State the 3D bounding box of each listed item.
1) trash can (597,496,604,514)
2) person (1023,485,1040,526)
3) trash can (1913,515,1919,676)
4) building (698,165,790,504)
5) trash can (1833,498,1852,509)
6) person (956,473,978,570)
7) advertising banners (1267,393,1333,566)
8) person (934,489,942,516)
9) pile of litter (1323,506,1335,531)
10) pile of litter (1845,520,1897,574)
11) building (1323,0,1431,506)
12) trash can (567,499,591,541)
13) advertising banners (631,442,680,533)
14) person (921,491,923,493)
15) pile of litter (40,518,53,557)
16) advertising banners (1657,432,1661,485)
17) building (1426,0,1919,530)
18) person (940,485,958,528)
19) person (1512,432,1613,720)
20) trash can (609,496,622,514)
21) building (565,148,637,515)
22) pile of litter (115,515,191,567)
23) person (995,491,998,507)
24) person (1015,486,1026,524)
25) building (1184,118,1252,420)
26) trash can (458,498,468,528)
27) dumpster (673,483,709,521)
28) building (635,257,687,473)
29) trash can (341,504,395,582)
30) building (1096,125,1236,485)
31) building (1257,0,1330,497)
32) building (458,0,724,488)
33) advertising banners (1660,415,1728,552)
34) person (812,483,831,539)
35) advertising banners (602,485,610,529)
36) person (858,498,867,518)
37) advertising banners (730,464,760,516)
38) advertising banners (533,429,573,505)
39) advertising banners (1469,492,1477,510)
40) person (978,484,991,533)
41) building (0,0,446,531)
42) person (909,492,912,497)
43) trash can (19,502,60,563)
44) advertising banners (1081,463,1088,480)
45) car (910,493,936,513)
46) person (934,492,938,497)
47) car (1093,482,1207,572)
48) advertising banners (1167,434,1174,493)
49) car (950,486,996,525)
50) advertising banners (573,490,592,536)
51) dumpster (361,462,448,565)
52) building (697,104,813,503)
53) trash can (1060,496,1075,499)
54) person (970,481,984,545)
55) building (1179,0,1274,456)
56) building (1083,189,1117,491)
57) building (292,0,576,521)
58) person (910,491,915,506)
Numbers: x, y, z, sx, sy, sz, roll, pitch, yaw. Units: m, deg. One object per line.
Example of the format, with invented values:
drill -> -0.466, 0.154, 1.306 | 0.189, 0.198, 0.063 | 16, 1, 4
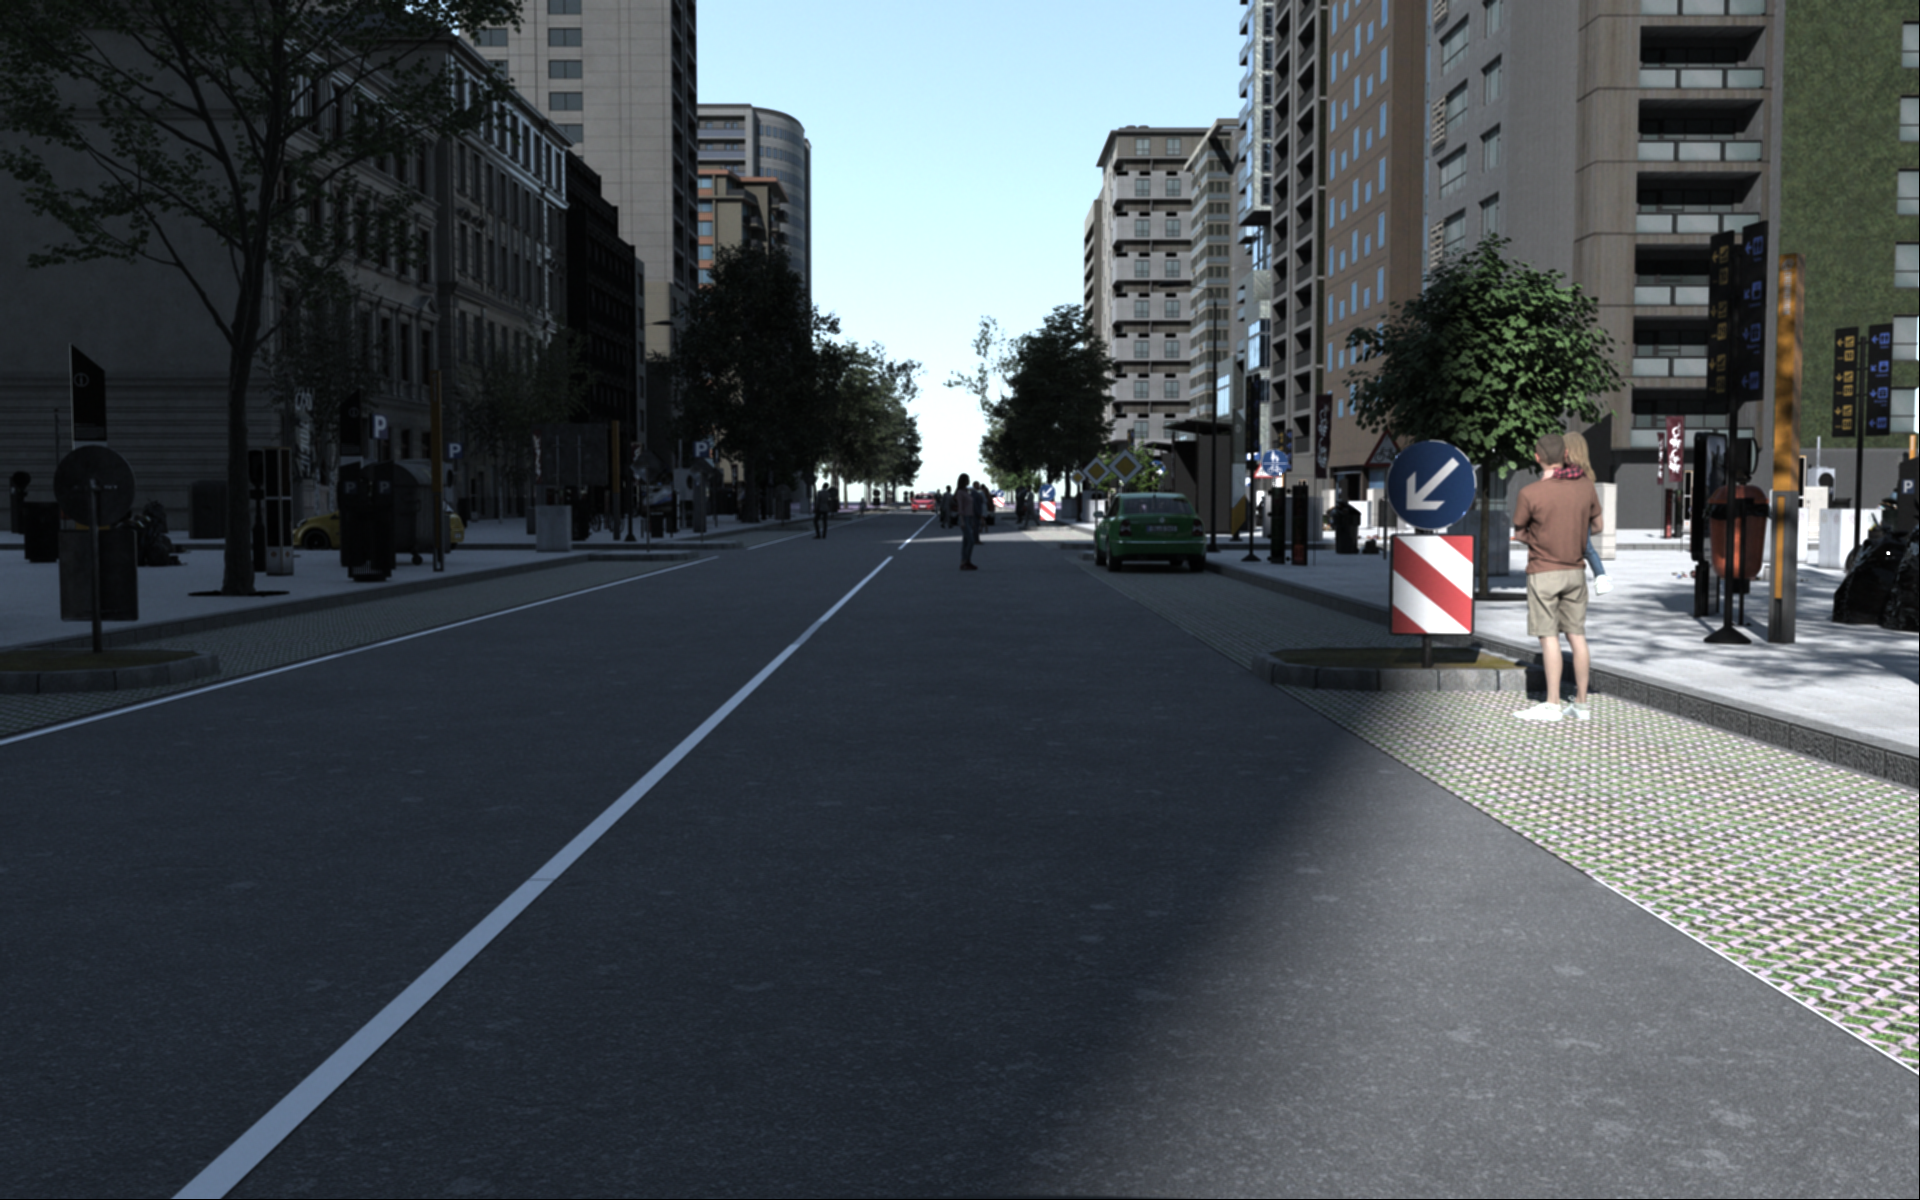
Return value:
trash can -> -21.854, -5.776, 106.095 | 0.748, 1.137, 0.748 | 0, 3, 0
person -> 2.944, -3.864, 71.953 | 0.850, 1.792, 0.678 | -1, 4, -9
trash can -> 6.709, 0.012, 11.450 | 0.748, 1.137, 0.748 | 0, 3, 0
building -> -34.635, -35.377, 233.039 | 22.147, 44.769, 28.867 | 0, 3, 0
trash can -> 30.231, -2.927, 59.516 | 0.748, 1.137, 0.748 | 0, 3, 0
person -> 0.113, -1.472, 32.571 | 0.388, 1.821, 0.555 | 1, 4, 11
advertising banners -> 6.109, -2.139, 31.155 | 0.090, 3.025, 2.074 | -1, 4, -20
person -> -1.387, -6.298, 112.018 | 0.519, 1.759, 0.362 | 0, 4, -7
pile of litter -> 12.810, -2.859, 60.709 | 1.719, 0.858, 1.176 | -3, 4, -36
pile of litter -> 15.128, -0.859, 28.015 | 1.719, 0.858, 1.176 | 0, 4, 3
building -> 26.394, -26.597, 84.980 | 14.600, 45.320, 14.200 | 0, 3, 0
trash can -> -10.530, -2.199, 47.611 | 0.748, 1.137, 0.748 | 0, 3, 0
advertising banners -> -10.144, -3.749, 57.486 | 2.074, 3.025, 0.090 | 2, 4, 32
person -> -5.455, -14.620, 247.552 | 0.705, 1.822, 1.348 | -1, 4, -9
pile of litter -> -18.242, -1.294, 35.120 | 1.176, 0.858, 1.719 | -1, 4, -23
advertising banners -> 20.403, -3.279, 49.796 | 0.090, 3.025, 2.074 | 3, 5, 43
building -> 26.856, -23.435, 66.760 | 14.086, 41.232, 14.154 | 0, 3, 0
person -> -0.518, -3.896, 72.472 | 0.850, 1.792, 0.678 | 3, 5, 40
person -> 3.840, -0.156, 11.031 | 0.573, 1.828, 0.580 | 2, 4, 31
trash can -> -20.568, -5.615, 103.460 | 0.748, 1.137, 0.748 | 0, 3, 0
building -> -28.786, -17.340, 113.191 | 12.332, 23.373, 15.834 | 0, 3, 0
pile of litter -> -14.764, -1.035, 30.894 | 1.719, 0.858, 1.176 | -1, 4, -9
person -> 3.698, -10.425, 179.626 | 1.217, 1.739, 0.721 | -2, 4, -24
person -> 2.922, -4.604, 83.743 | 0.622, 1.834, 0.822 | 2, 4, 35
building -> 35.850, -29.304, 170.996 | 32.217, 40.220, 23.993 | 0, 3, 0
trash can -> -18.177, -3.125, 62.748 | 0.748, 1.137, 0.748 | 0, 3, 0
dumpster -> -10.204, -3.785, 64.378 | 1.502, 2.255, 1.985 | 0, 3, 0
building -> -37.398, -17.779, 135.729 | 27.650, 21.520, 28.899 | 0, 3, 0
trash can -> -8.679, -0.843, 25.438 | 0.748, 1.137, 0.748 | 0, 3, 0
building -> 34.466, -40.070, 244.390 | 28.713, 52.752, 27.495 | 0, 3, 0
building -> 29.704, -41.058, 109.550 | 20.563, 71.187, 20.611 | 0, 3, 0
building -> -32.772, -44.078, 158.925 | 20.563, 71.187, 20.611 | 0, 3, 0
advertising banners -> 16.188, -2.543, 37.760 | 0.090, 3.025, 2.074 | -2, 4, -26
person -> -4.451, -2.874, 55.671 | 0.592, 1.802, 0.473 | -1, 4, -21
advertising banners -> -12.951, -4.103, 63.279 | 0.090, 3.025, 2.074 | 0, 4, -5
person -> -5.800, -5.497, 103.397 | 0.505, 1.210, 0.382 | -2, 4, -26
advertising banners -> -12.556, -6.426, 101.250 | 2.074, 3.025, 0.090 | -3, 5, -41
advertising banners -> -10.942, -3.065, 46.294 | 0.090, 3.025, 2.074 | -3, 4, -38
advertising banners -> 17.776, -3.915, 60.204 | 0.090, 3.025, 2.074 | 2, 4, 26
person -> 0.902, -3.408, 64.308 | 0.616, 1.811, 0.778 | -2, 4, -28
building -> -29.032, -14.281, 69.652 | 11.583, 22.565, 21.152 | 0, 3, 0
person -> -6.936, -14.555, 247.201 | 0.721, 1.743, 1.217 | 2, 4, 34
trash can -> -17.244, -1.278, 32.541 | 0.748, 1.137, 0.748 | 0, 3, 0
advertising banners -> 7.507, -6.110, 96.089 | 0.090, 3.025, 2.074 | -3, 5, -45
car -> -2.812, -7.744, 135.657 | 2.155, 1.783, 4.494 | 0, 4, 2
person -> -2.967, -13.558, 230.997 | 1.217, 1.723, 0.721 | 0, 4, -6
car -> 3.585, -1.490, 33.156 | 1.959, 1.807, 4.718 | 0, 4, -1
advertising banners -> 6.115, -3.304, 50.204 | 0.090, 3.025, 2.074 | 1, 4, 10
car -> 0.551, -4.425, 81.023 | 2.281, 1.827, 5.304 | 0, 4, -1
advertising banners -> -11.976, -3.466, 52.861 | 2.074, 3.025, 0.090 | 3, 4, 38
dumpster -> -10.274, -1.592, 31.788 | 1.264, 1.857, 1.865 | 0, 3, 0
building -> -34.054, -44.020, 261.724 | 21.231, 58.520, 28.212 | 0, 3, 0
trash can -> 6.891, -6.173, 112.585 | 0.748, 1.137, 0.748 | 0, 3, 0
person -> 0.463, -2.494, 49.453 | 0.419, 1.800, 0.721 | 0, 4, -5
building -> 31.210, -50.669, 141.101 | 22.319, 86.520, 31.000 | 0, 3, 0
building -> 30.588, -39.479, 269.181 | 21.300, 48.544, 21.600 | 0, 3, 0
building -> -29.348, -18.066, 92.639 | 12.463, 27.353, 25.104 | 0, 3, 0
person -> -5.609, -12.058, 205.653 | 0.705, 1.823, 1.348 | 3, 4, 36
